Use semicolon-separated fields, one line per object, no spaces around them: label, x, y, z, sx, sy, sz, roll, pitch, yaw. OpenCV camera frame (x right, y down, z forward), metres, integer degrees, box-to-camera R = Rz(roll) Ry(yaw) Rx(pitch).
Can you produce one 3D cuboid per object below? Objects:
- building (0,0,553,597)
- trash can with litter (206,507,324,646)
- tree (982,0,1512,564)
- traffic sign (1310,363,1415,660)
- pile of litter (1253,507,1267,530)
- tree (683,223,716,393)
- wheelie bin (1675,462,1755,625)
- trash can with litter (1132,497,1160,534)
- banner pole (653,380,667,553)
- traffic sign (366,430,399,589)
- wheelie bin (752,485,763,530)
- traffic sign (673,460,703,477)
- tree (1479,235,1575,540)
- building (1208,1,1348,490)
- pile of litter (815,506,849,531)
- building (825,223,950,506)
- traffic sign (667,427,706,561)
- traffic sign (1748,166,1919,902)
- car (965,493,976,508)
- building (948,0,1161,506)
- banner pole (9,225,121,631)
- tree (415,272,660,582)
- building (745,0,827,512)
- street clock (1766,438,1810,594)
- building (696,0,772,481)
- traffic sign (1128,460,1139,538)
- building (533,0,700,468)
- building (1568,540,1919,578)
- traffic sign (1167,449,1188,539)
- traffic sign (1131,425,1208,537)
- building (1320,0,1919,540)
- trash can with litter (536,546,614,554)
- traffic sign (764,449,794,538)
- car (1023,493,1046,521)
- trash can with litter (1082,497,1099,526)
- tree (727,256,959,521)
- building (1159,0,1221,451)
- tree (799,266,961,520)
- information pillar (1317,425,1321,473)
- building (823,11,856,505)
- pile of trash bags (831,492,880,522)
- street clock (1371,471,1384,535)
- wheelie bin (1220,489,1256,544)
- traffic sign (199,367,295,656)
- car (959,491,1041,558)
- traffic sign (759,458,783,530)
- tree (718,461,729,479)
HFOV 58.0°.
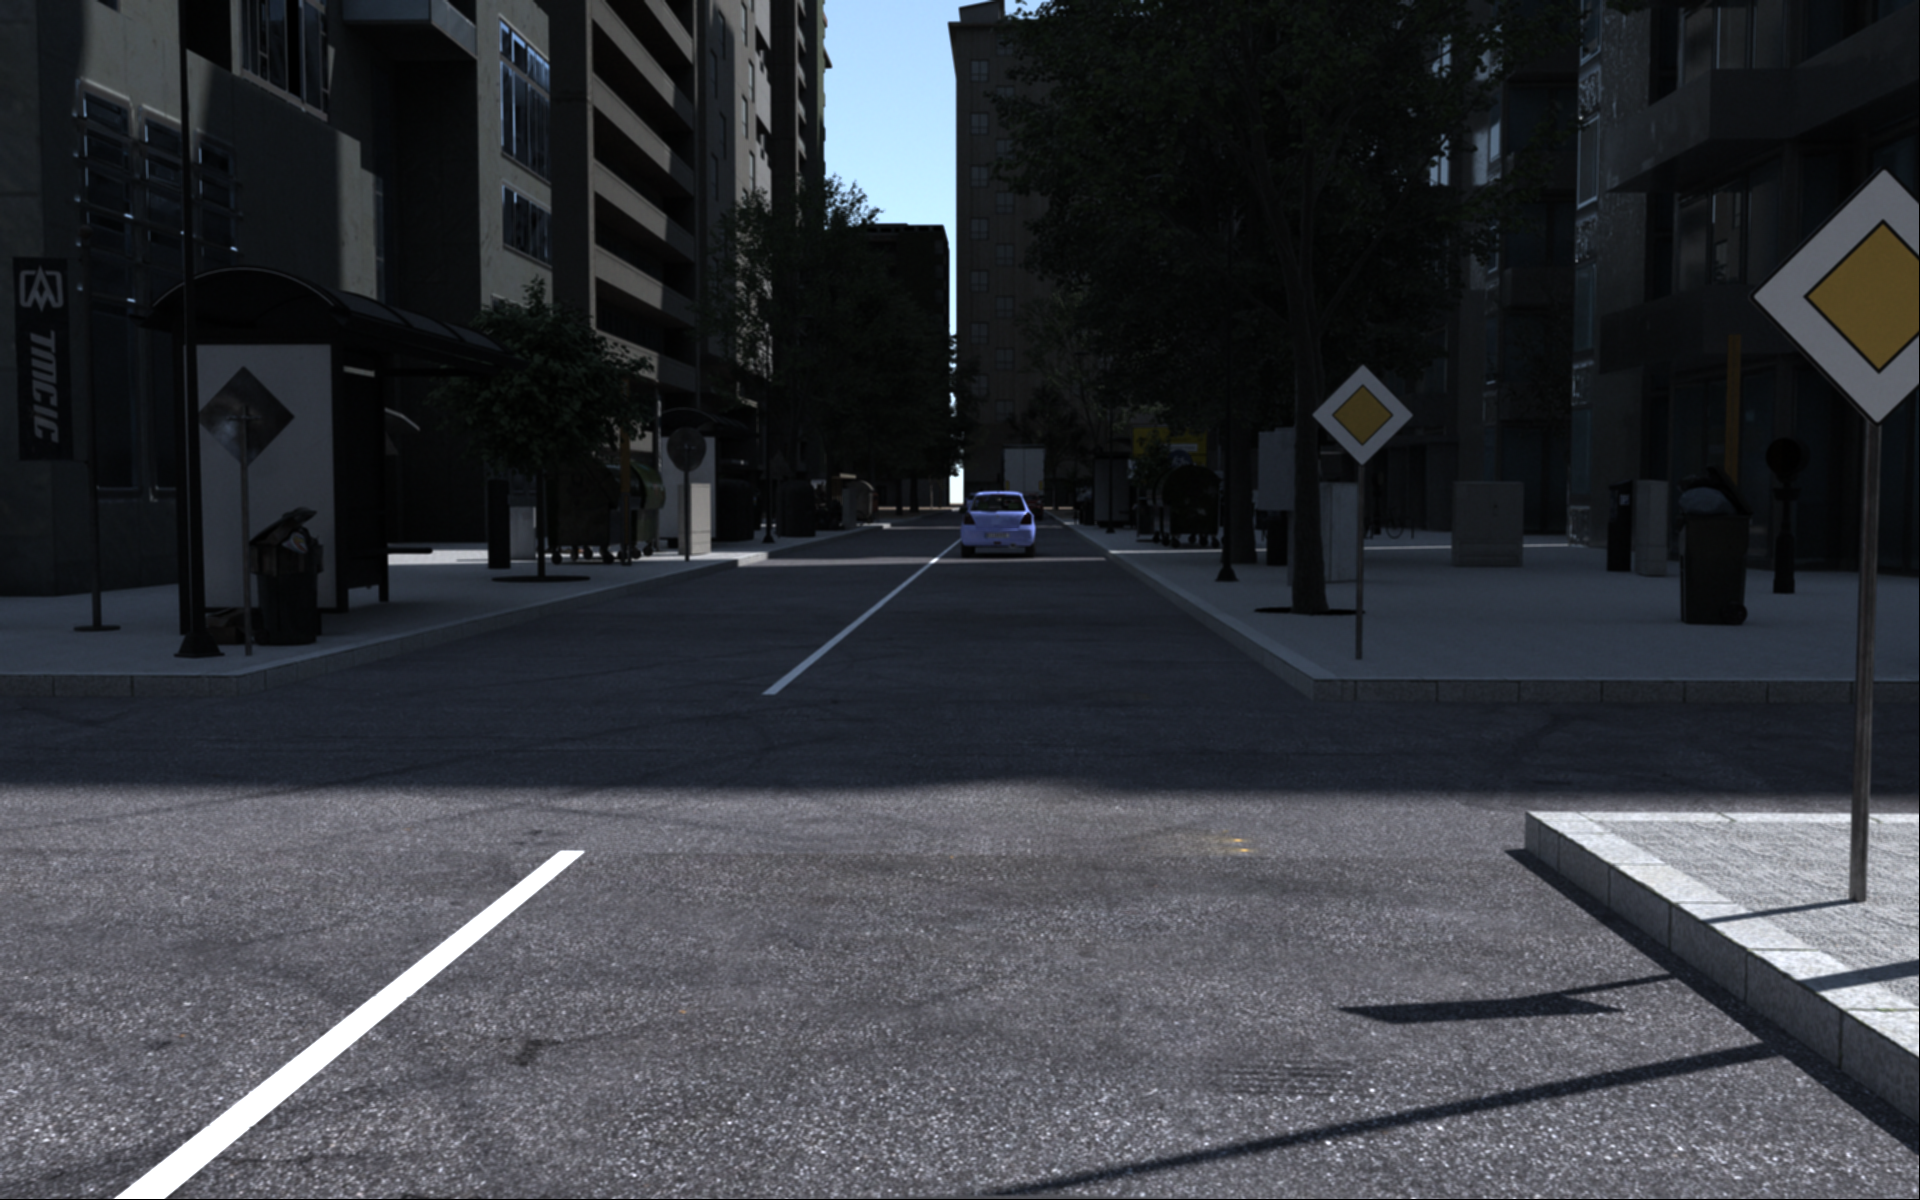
building;-21.942;-44.167;34.810;22.319;86.520;31.000;0;4;2
trash can with litter;-5.989;-0.206;14.757;1.055;1.170;0.624;0;4;1
tree;5.261;-7.652;31.759;9.857;13.997;8.962;0;3;0
traffic sign;3.093;-0.596;13.384;0.795;2.450;0.064;0;4;2
pile of litter;11.086;-2.968;62.486;1.176;0.858;1.719;0;4;7
tree;-5.356;-7.955;55.816;9.928;11.665;9.643;0;3;0
wheelie bin;7.453;-0.566;17.166;0.693;1.594;0.980;1;4;16
trash can with litter;6.219;-2.747;56.309;0.624;1.170;1.055;-3;5;-42
banner pole;-6.657;-2.951;38.270;0.401;3.779;0.863;0;4;0
traffic sign;-7.998;-1.429;23.361;0.884;2.594;0.081;0;4;7
wheelie bin;-7.390;-3.260;61.209;0.693;1.594;0.980;-3;5;-44
traffic sign;-6.216;-2.406;39.441;0.768;2.556;0.104;1;4;10
tree;16.904;-5.996;48.398;4.360;8.622;3.978;0;3;0
building;26.518;-43.105;143.024;20.563;71.187;20.611;0;4;2
pile of litter;-4.792;-2.872;60.929;1.719;0.858;1.176;1;4;19
building;-8.240;-25.439;187.625;14.107;30.474;14.160;0;4;2
traffic sign;-5.219;-2.015;33.049;0.768;2.556;0.104;0;4;5
traffic sign;2.830;-0.108;5.404;0.795;2.450;0.064;0;4;2
car;1.356;-7.883;138.481;1.945;1.707;3.694;0;4;0
building;12.966;-36.973;193.749;27.495;52.752;28.713;0;4;2
banner pole;-8.373;-1.601;16.193;0.863;3.779;0.401;-1;4;-12
tree;-6.335;-2.573;25.784;4.285;4.588;4.351;0;3;0
building;-17.327;-26.919;123.723;14.154;41.232;14.086;0;4;2
street clock;10.649;-1.086;22.327;0.358;2.002;0.471;-3;4;-37
building;-26.067;-31.388;102.435;28.713;52.752;27.495;0;4;2
traffic sign;5.234;-2.983;50.901;0.606;2.300;0.079;1;4;10
building;-23.222;-27.313;70.266;21.300;48.544;21.600;0;4;2
building;27.578;-25.187;31.410;30.456;49.044;23.786;0;4;2
traffic sign;6.248;-3.019;49.466;0.768;2.556;0.104;1;4;11
traffic sign;6.227;-3.524;51.490;2.265;3.308;0.079;1;4;9
building;26.706;-27.261;65.330;23.786;49.044;30.456;0;4;2
trash can with litter;-8.745;-1.637;37.819;2.233;1.210;1.678;3;5;42
traffic sign;-5.263;-3.076;50.301;0.884;2.594;0.081;0;4;6
car;3.620;-5.237;94.667;2.155;1.783;4.494;0;4;2
trash can with litter;5.496;-3.618;70.535;1.055;1.170;0.624;2;4;25
tree;-5.195;-8.055;66.113;8.767;10.594;7.601;1;4;11
building;25.761;-30.517;122.656;21.300;48.544;21.600;0;4;2
tree;-4.753;-10.215;85.149;7.486;12.596;7.792;0;3;0
information pillar;8.438;-3.076;41.641;0.504;3.616;0.183;-1;4;-17
building;-24.272;-30.095;146.677;28.867;44.769;22.147;0;4;2
pile of trash bags;-4.814;-4.355;80.963;1.912;1.369;3.447;-3;4;-36
street clock;13.178;-3.066;54.694;0.358;2.002;0.471;3;4;39
wheelie bin;6.960;-2.171;43.409;0.693;1.594;0.980;-2;4;-35
traffic sign;-5.646;-0.615;13.691;0.795;2.450;0.064;0;4;2
car;0.921;-1.878;40.298;1.945;1.707;3.694;0;4;3
traffic sign;-6.819;-3.825;62.549;0.884;2.594;0.081;0;4;7
tree;-12.451;-5.667;87.257;1.663;3.219;1.824;0;3;0
